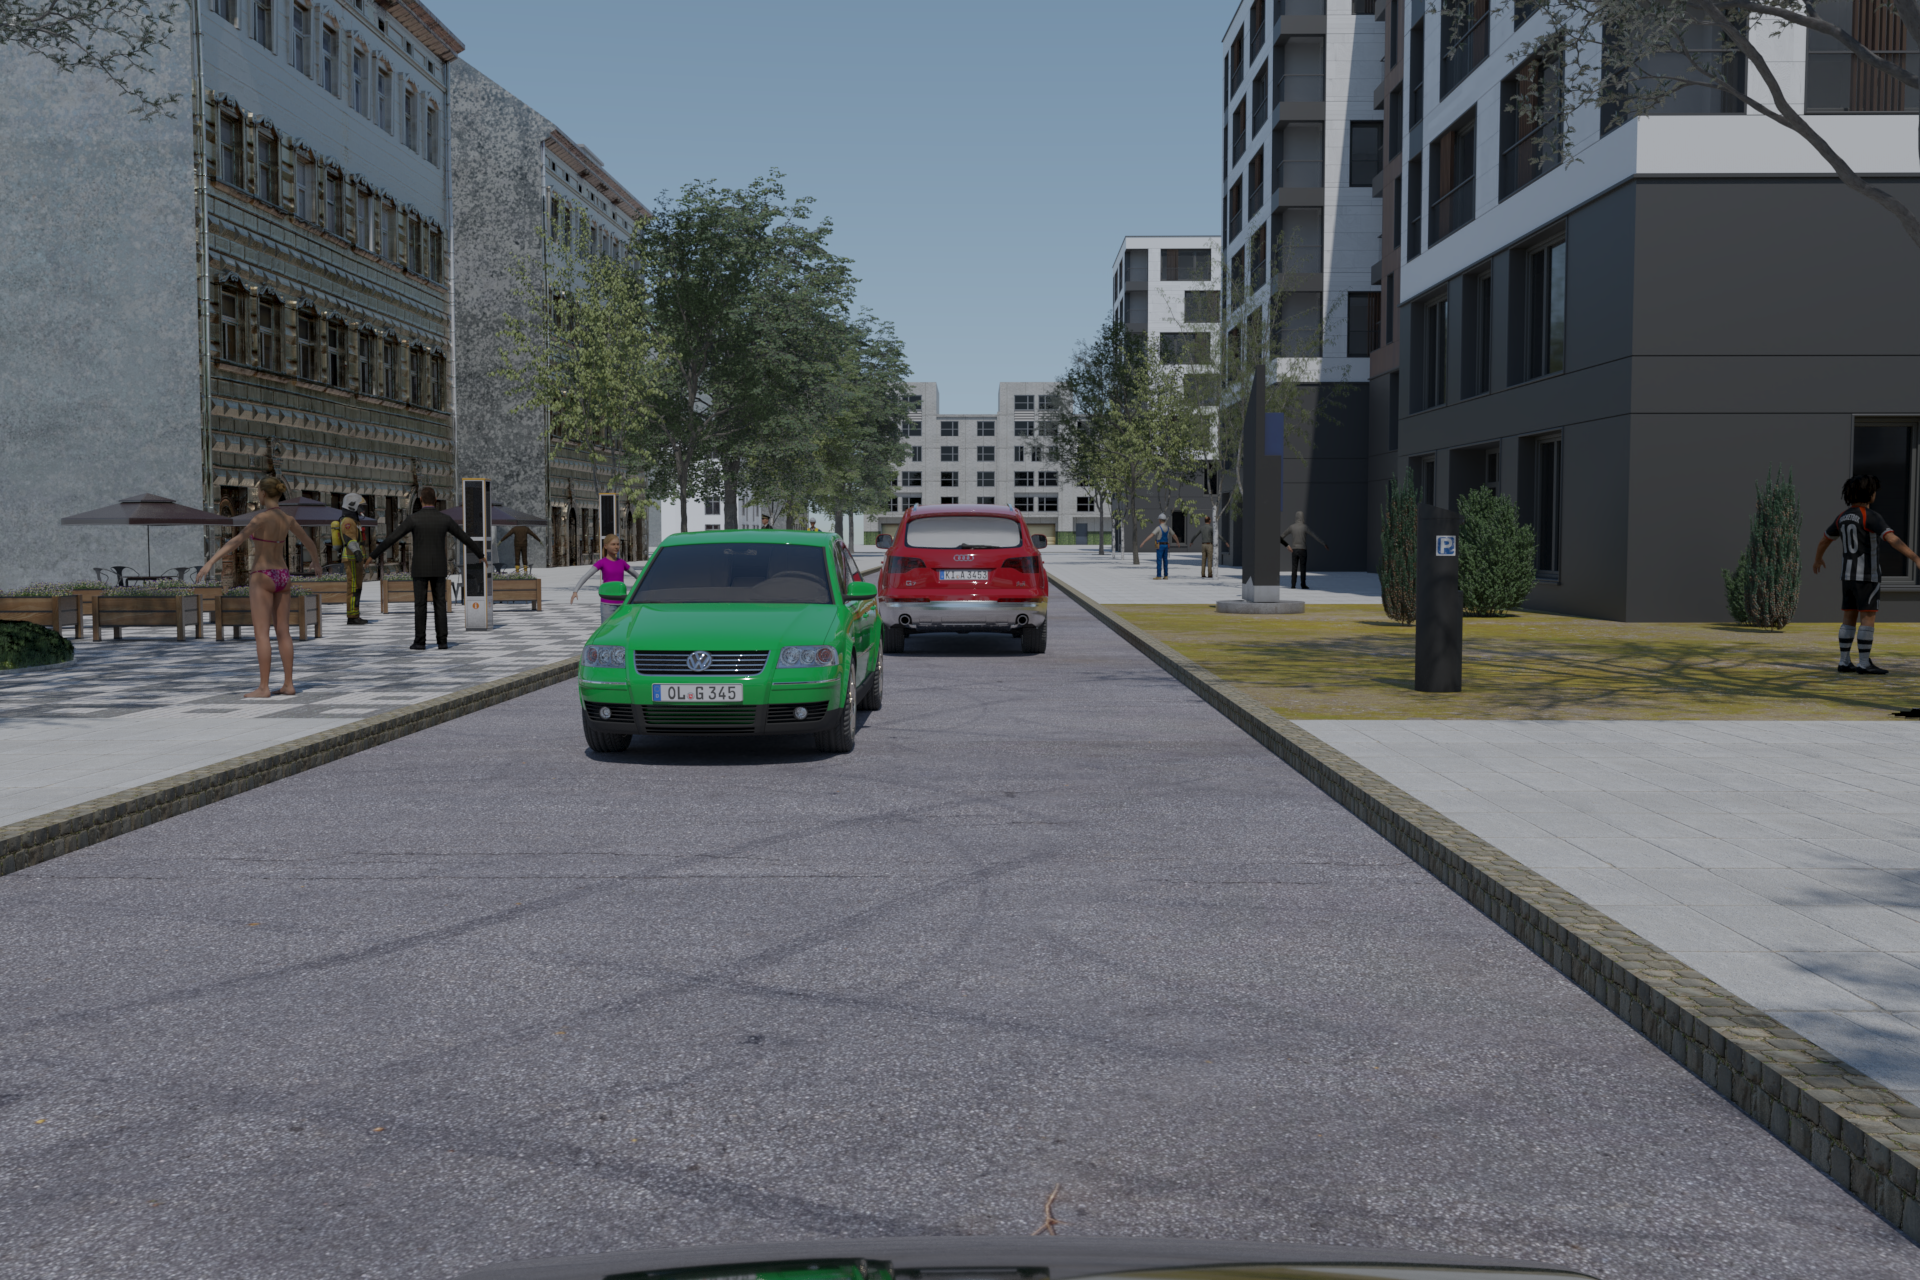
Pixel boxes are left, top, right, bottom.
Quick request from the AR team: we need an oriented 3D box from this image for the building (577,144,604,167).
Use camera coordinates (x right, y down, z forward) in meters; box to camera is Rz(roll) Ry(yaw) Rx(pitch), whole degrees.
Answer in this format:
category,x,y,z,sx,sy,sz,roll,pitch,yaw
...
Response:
category,x,y,z,sx,sy,sz,roll,pitch,yaw
building,-23.286,-14.010,85.489,16.016,20.090,11.380,0,4,1

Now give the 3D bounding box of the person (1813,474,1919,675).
category,x,y,z,sx,sy,sz,roll,pitch,yaw
person,8.292,-0.597,15.906,0.704,1.843,1.345,-1,4,-16

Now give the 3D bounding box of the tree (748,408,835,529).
category,x,y,z,sx,sy,sz,roll,pitch,yaw
tree,-7.605,-7.409,71.507,4.737,8.622,4.395,0,3,0

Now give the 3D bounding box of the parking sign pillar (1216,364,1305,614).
category,x,y,z,sx,sy,sz,roll,pitch,yaw
parking sign pillar,4.917,-2.433,28.248,1.447,3.967,1.447,0,4,0

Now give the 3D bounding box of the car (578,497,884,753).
category,x,y,z,sx,sy,sz,roll,pitch,yaw
car,-1.546,-0.243,12.773,1.959,1.807,4.718,0,4,1

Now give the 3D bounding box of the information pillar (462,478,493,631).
category,x,y,z,sx,sy,sz,roll,pitch,yaw
information pillar,-6.389,-1.129,22.958,0.304,2.012,0.304,0,4,0

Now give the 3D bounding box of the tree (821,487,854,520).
category,x,y,z,sx,sy,sz,roll,pitch,yaw
tree,-14.833,-15.853,209.554,4.737,8.622,4.395,0,3,0

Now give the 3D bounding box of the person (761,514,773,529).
category,x,y,z,sx,sy,sz,roll,pitch,yaw
person,-5.445,-2.596,48.382,0.705,1.837,1.347,-3,5,-40

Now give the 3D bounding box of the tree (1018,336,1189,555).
category,x,y,z,sx,sy,sz,roll,pitch,yaw
tree,8.547,-11.890,104.777,12.009,13.543,11.850,0,3,0

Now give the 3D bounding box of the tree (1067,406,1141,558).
category,x,y,z,sx,sy,sz,roll,pitch,yaw
tree,7.931,-8.610,91.136,4.737,8.622,4.395,0,3,0

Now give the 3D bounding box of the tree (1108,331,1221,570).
category,x,y,z,sx,sy,sz,roll,pitch,yaw
tree,7.360,-6.841,62.219,4.737,8.622,4.395,0,3,0

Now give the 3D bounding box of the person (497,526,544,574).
category,x,y,z,sx,sy,sz,roll,pitch,yaw
person,-13.033,-2.768,51.389,1.346,1.812,0.704,-1,4,-20

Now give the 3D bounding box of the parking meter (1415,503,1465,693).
category,x,y,z,sx,sy,sz,roll,pitch,yaw
parking meter,3.913,-0.350,14.131,0.372,1.533,0.369,0,3,0

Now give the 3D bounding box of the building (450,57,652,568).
category,x,y,z,sx,sy,sz,roll,pitch,yaw
building,-24.446,-14.842,73.590,19.493,23.208,18.063,0,4,2

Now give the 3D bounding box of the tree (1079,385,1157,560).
category,x,y,z,sx,sy,sz,roll,pitch,yaw
tree,7.933,-8.217,84.713,4.737,8.622,4.395,0,3,0

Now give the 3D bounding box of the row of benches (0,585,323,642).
category,x,y,z,sx,sy,sz,roll,pitch,yaw
row of benches,-9.706,-0.332,20.895,4.104,0.672,1.422,0,4,-2

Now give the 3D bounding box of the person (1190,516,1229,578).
category,x,y,z,sx,sy,sz,roll,pitch,yaw
person,7.273,-2.724,50.816,1.348,1.796,0.705,3,5,41

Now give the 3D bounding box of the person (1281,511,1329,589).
category,x,y,z,sx,sy,sz,roll,pitch,yaw
person,7.928,-2.097,40.420,1.348,1.813,0.705,2,4,28

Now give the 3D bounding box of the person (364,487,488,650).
category,x,y,z,sx,sy,sz,roll,pitch,yaw
person,-5.904,-0.796,19.246,1.346,1.802,0.704,-2,4,-29

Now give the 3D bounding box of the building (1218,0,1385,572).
category,x,y,z,sx,sy,sz,roll,pitch,yaw
building,24.793,-14.083,74.232,27.936,21.610,32.646,0,4,1

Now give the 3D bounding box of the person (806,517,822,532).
category,x,y,z,sx,sy,sz,roll,pitch,yaw
person,-4.343,-2.719,50.918,1.216,1.772,0.721,0,4,6

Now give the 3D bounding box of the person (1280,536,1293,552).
category,x,y,z,sx,sy,sz,roll,pitch,yaw
person,6.294,-1.795,35.540,1.347,1.806,0.705,-3,4,-38

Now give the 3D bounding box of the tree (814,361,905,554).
category,x,y,z,sx,sy,sz,roll,pitch,yaw
tree,-7.421,-11.880,112.371,7.486,12.596,7.792,0,3,0

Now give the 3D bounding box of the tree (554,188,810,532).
category,x,y,z,sx,sy,sz,roll,pitch,yaw
tree,-7.905,-6.937,47.830,8.767,10.594,7.601,2,4,35

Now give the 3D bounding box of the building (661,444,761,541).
category,x,y,z,sx,sy,sz,roll,pitch,yaw
building,-21.872,-12.837,152.031,9.099,9.664,28.070,0,4,1

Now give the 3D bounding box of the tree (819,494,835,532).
category,x,y,z,sx,sy,sz,roll,pitch,yaw
tree,-14.915,-15.498,203.758,4.737,8.622,4.395,0,3,0

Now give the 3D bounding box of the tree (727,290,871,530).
category,x,y,z,sx,sy,sz,roll,pitch,yaw
tree,-7.714,-9.940,80.651,7.486,12.596,7.792,0,3,0

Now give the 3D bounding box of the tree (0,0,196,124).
category,x,y,z,sx,sy,sz,roll,pitch,yaw
tree,-8.360,-6.131,10.614,12.009,13.543,11.850,0,3,0

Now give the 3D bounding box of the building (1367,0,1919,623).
category,x,y,z,sx,sy,sz,roll,pitch,yaw
building,23.771,-12.015,40.421,27.936,21.610,32.646,0,4,1

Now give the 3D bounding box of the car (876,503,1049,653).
category,x,y,z,sx,sy,sz,roll,pitch,yaw
car,0.025,-0.837,22.360,2.281,1.827,5.304,0,4,0

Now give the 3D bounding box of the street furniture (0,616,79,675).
category,x,y,z,sx,sy,sz,roll,pitch,yaw
street furniture,-11.592,0.063,14.598,5.734,0.657,10.072,0,4,3

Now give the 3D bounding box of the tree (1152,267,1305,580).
category,x,y,z,sx,sy,sz,roll,pitch,yaw
tree,7.075,-5.975,48.060,4.360,8.622,3.978,0,3,0

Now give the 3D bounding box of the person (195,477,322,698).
category,x,y,z,sx,sy,sz,roll,pitch,yaw
person,-5.502,-0.422,13.697,0.721,1.733,1.217,2,4,26

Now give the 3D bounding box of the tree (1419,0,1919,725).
category,x,y,z,sx,sy,sz,roll,pitch,yaw
tree,6.885,-6.175,11.332,12.009,13.543,11.850,0,3,0

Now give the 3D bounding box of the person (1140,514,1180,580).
category,x,y,z,sx,sy,sz,roll,pitch,yaw
person,5.653,-2.612,48.560,1.347,1.847,0.705,-2,4,-29

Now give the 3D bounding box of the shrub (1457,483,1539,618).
category,x,y,z,sx,sy,sz,roll,pitch,yaw
shrub,8.129,-1.395,26.855,1.661,2.075,1.752,0,3,0

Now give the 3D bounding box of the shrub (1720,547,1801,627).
category,x,y,z,sx,sy,sz,roll,pitch,yaw
shrub,11.102,-0.789,24.013,1.383,1.207,1.383,0,3,0

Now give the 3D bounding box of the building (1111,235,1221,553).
category,x,y,z,sx,sy,sz,roll,pitch,yaw
building,25.636,-17.791,134.849,27.936,21.610,32.646,0,4,1

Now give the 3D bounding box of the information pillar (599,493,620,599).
category,x,y,z,sx,sy,sz,roll,pitch,yaw
information pillar,-6.321,-1.637,31.264,0.304,2.012,0.304,0,4,2

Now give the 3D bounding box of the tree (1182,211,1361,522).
category,x,y,z,sx,sy,sz,roll,pitch,yaw
tree,6.550,-5.512,40.478,4.360,8.622,3.978,0,3,0

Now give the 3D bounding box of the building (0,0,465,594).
category,x,y,z,sx,sy,sz,roll,pitch,yaw
building,-25.054,-13.083,44.833,19.493,23.208,18.063,0,3,0

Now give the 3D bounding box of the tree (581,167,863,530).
category,x,y,z,sx,sy,sz,roll,pitch,yaw
tree,-8.132,-9.389,60.173,9.857,13.997,8.962,0,3,0

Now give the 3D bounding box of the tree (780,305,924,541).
category,x,y,z,sx,sy,sz,roll,pitch,yaw
tree,-6.945,-11.675,97.548,9.857,13.997,8.962,0,3,0

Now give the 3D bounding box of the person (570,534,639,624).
category,x,y,z,sx,sy,sz,roll,pitch,yaw
person,-3.346,-0.314,16.862,0.991,1.433,0.599,-3,4,-39

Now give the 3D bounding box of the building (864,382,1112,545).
category,x,y,z,sx,sy,sz,roll,pitch,yaw
building,4.662,-20.748,208.139,31.486,18.905,16.747,0,4,1

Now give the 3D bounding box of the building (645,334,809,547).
category,x,y,z,sx,sy,sz,roll,pitch,yaw
building,-26.019,-21.334,179.735,19.493,23.208,18.063,0,4,1

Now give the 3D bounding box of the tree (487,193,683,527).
category,x,y,z,sx,sy,sz,roll,pitch,yaw
tree,-7.857,-5.325,37.433,4.737,8.622,4.395,0,3,0

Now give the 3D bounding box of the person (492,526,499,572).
category,x,y,z,sx,sy,sz,roll,pitch,yaw
person,-9.961,-1.858,36.566,0.705,1.806,1.347,-1,4,-21

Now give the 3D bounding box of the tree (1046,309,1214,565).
category,x,y,z,sx,sy,sz,roll,pitch,yaw
tree,7.054,-8.433,72.296,7.601,10.594,8.767,0,4,6

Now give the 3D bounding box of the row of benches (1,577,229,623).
category,x,y,z,sx,sy,sz,roll,pitch,yaw
row of benches,-12.108,-0.488,23.438,4.104,0.672,1.422,-3,5,-42

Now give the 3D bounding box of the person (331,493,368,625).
category,x,y,z,sx,sy,sz,roll,pitch,yaw
person,-8.574,-1.151,24.582,0.705,1.858,1.354,-1,4,-17

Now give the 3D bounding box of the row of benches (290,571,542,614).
category,x,y,z,sx,sy,sz,roll,pitch,yaw
row of benches,-8.751,-0.774,28.125,4.104,0.672,1.422,-1,4,-22
